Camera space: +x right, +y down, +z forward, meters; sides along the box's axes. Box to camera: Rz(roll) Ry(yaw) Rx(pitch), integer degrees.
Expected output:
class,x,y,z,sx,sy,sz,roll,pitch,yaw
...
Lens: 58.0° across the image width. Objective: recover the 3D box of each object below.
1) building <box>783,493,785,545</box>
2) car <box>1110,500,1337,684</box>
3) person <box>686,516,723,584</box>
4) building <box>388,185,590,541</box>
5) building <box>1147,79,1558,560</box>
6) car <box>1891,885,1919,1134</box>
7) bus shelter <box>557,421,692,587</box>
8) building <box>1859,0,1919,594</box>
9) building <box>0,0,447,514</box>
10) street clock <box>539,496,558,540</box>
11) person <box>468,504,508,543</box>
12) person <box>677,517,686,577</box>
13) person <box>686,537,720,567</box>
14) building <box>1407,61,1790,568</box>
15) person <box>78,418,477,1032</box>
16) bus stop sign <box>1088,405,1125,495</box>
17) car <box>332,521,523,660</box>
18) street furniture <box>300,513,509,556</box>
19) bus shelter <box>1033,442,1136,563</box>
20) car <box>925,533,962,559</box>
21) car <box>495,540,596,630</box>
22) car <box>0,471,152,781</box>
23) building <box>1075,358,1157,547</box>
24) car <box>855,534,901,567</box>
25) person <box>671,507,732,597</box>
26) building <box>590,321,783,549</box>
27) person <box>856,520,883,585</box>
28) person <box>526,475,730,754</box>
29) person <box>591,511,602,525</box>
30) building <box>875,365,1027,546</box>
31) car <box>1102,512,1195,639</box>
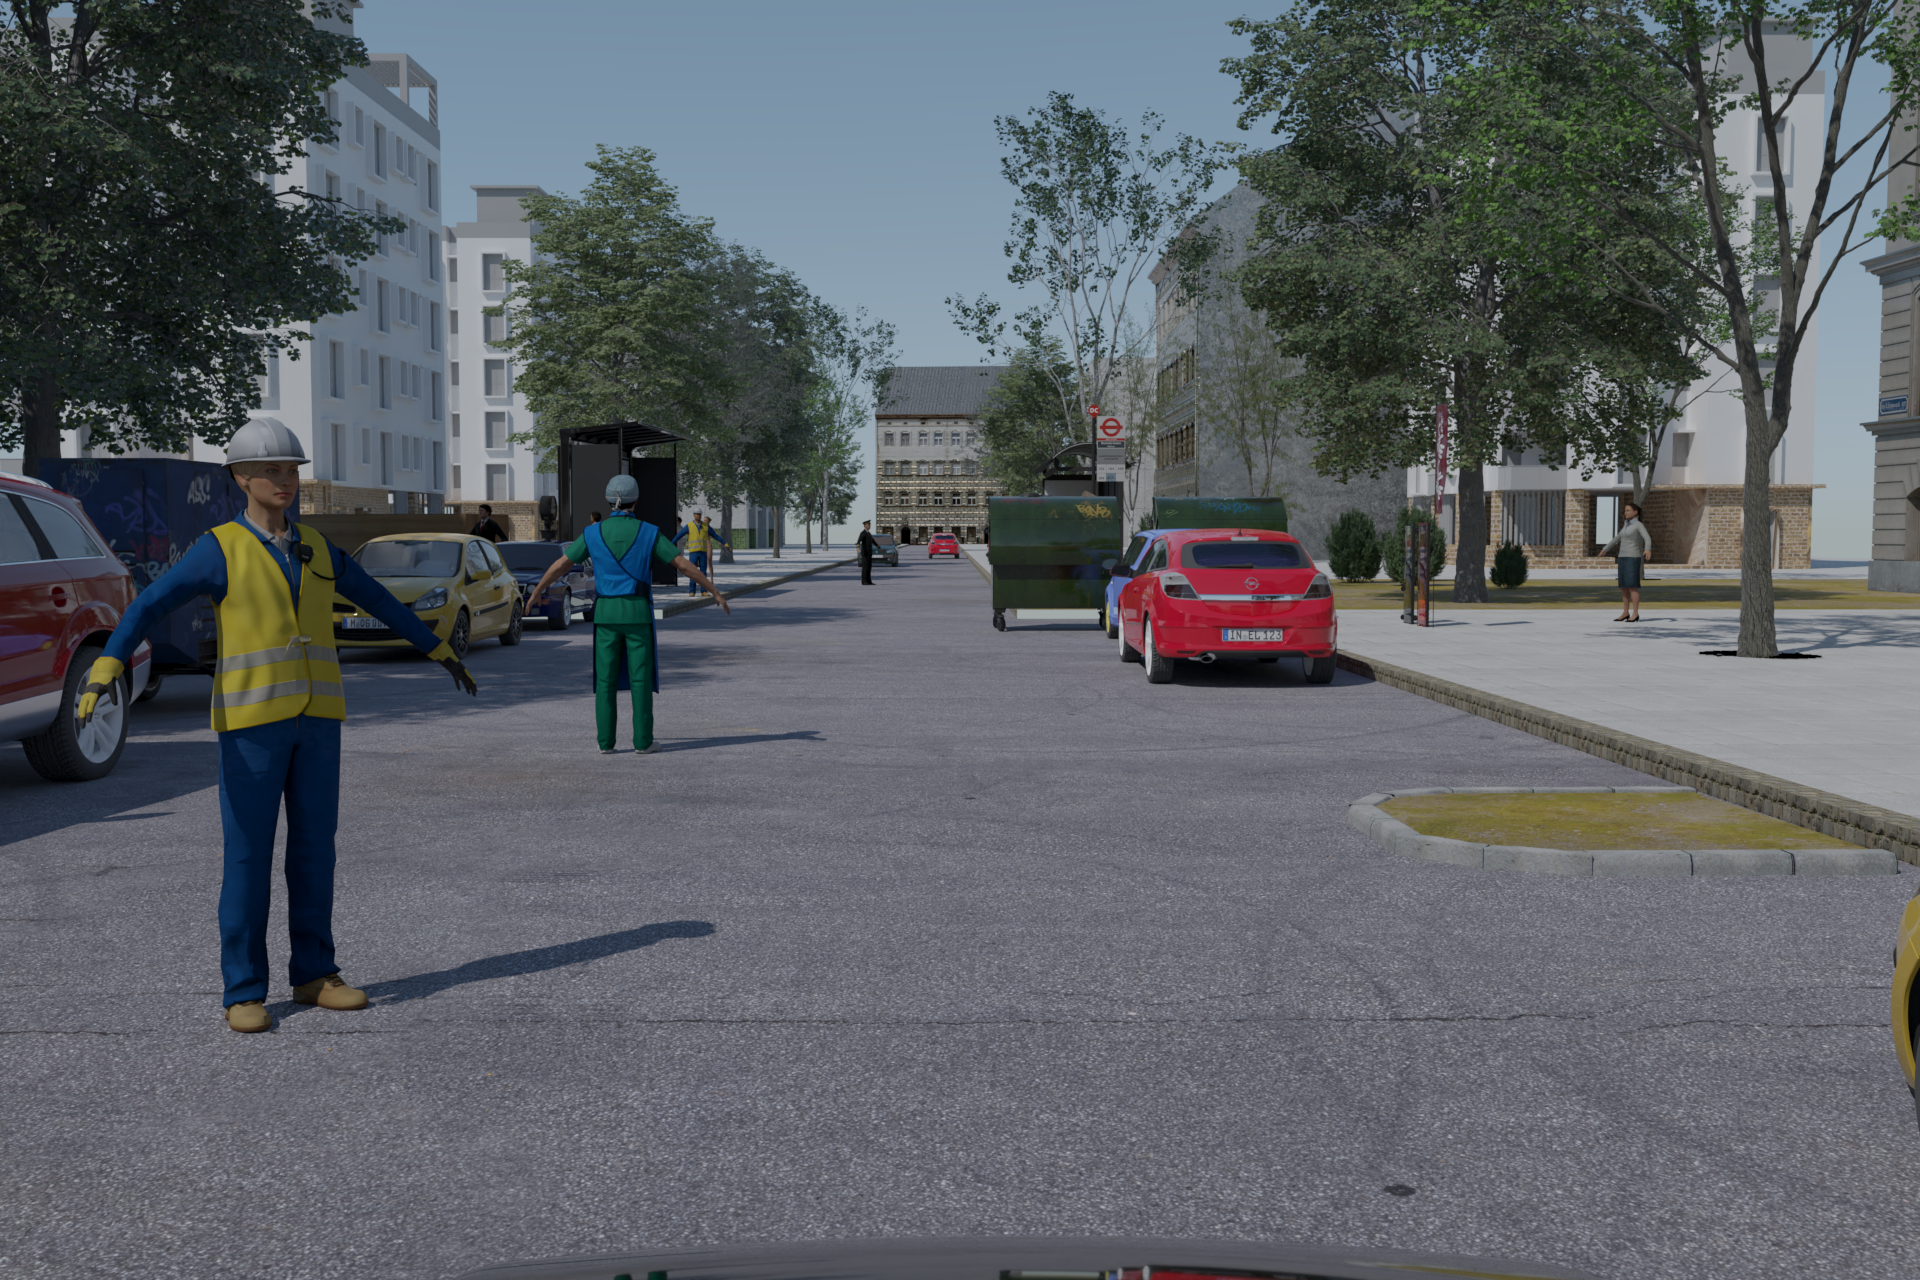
class,x,y,z,sx,sy,sz,roll,pitch,yaw
building,-30.190,-22.416,197.437,19.493,23.208,18.063,0,3,0
car,2.683,-0.553,18.075,2.155,1.783,4.494,0,3,0
person,-6.493,-2.282,44.121,1.217,1.733,0.721,2,4,33
building,-27.987,-14.608,95.255,16.016,20.090,11.380,0,4,0
building,20.735,-16.012,92.717,19.493,23.208,18.063,0,3,0
car,2.849,0.491,2.189,2.015,1.641,3.980,0,3,0
bus shelter,-7.452,-2.923,39.079,1.731,3.624,6.357,0,4,2
building,25.825,-12.391,21.675,14.460,24.649,34.723,0,4,0
building,-26.333,-12.382,58.869,16.016,20.090,11.380,0,4,0
street clock,-7.754,-1.719,32.674,0.358,2.002,0.471,0,4,1
person,-8.331,-1.477,30.341,1.347,1.806,0.705,2,4,28
person,-8.501,-2.809,52.108,0.705,1.806,1.347,-2,4,-33
person,-9.965,-3.706,66.856,1.348,1.796,0.705,0,4,2
building,25.129,-13.410,75.671,16.016,20.090,11.380,0,4,0
person,-1.974,0.234,5.099,0.721,1.772,1.216,3,5,41
bus stop sign,2.981,-2.880,35.790,0.855,3.939,0.416,0,4,0
car,-6.520,-0.653,20.908,2.015,1.641,3.980,0,4,-1
street furniture,-14.231,-2.005,39.633,9.812,1.723,11.010,1,4,14
bus shelter,2.843,-2.865,40.768,2.014,3.302,5.546,0,4,0
car,-0.956,-5.633,101.136,2.155,1.783,4.494,0,4,-2
car,-6.730,-0.885,27.044,1.945,1.354,3.894,0,4,-1
car,-6.017,0.005,8.592,2.281,1.827,5.304,0,3,0
building,21.699,-19.307,182.121,16.747,18.905,31.486,0,4,-1
car,-3.581,-4.046,75.946,2.009,1.686,4.222,0,4,-1
person,-5.377,-1.813,35.610,1.349,1.833,0.705,-1,4,-21
building,-26.193,-17.903,159.166,16.747,18.905,31.486,0,4,0
person,-2.582,-2.455,48.524,0.705,1.837,1.347,2,4,27
person,-2.189,-0.168,11.328,1.347,1.817,0.704,0,4,1
person,-7.435,-1.734,35.066,0.721,1.740,1.216,2,4,33
building,-0.753,-23.969,225.277,18.063,23.208,19.493,0,4,5
car,2.861,-0.797,22.616,1.945,1.707,3.694,0,4,-1
